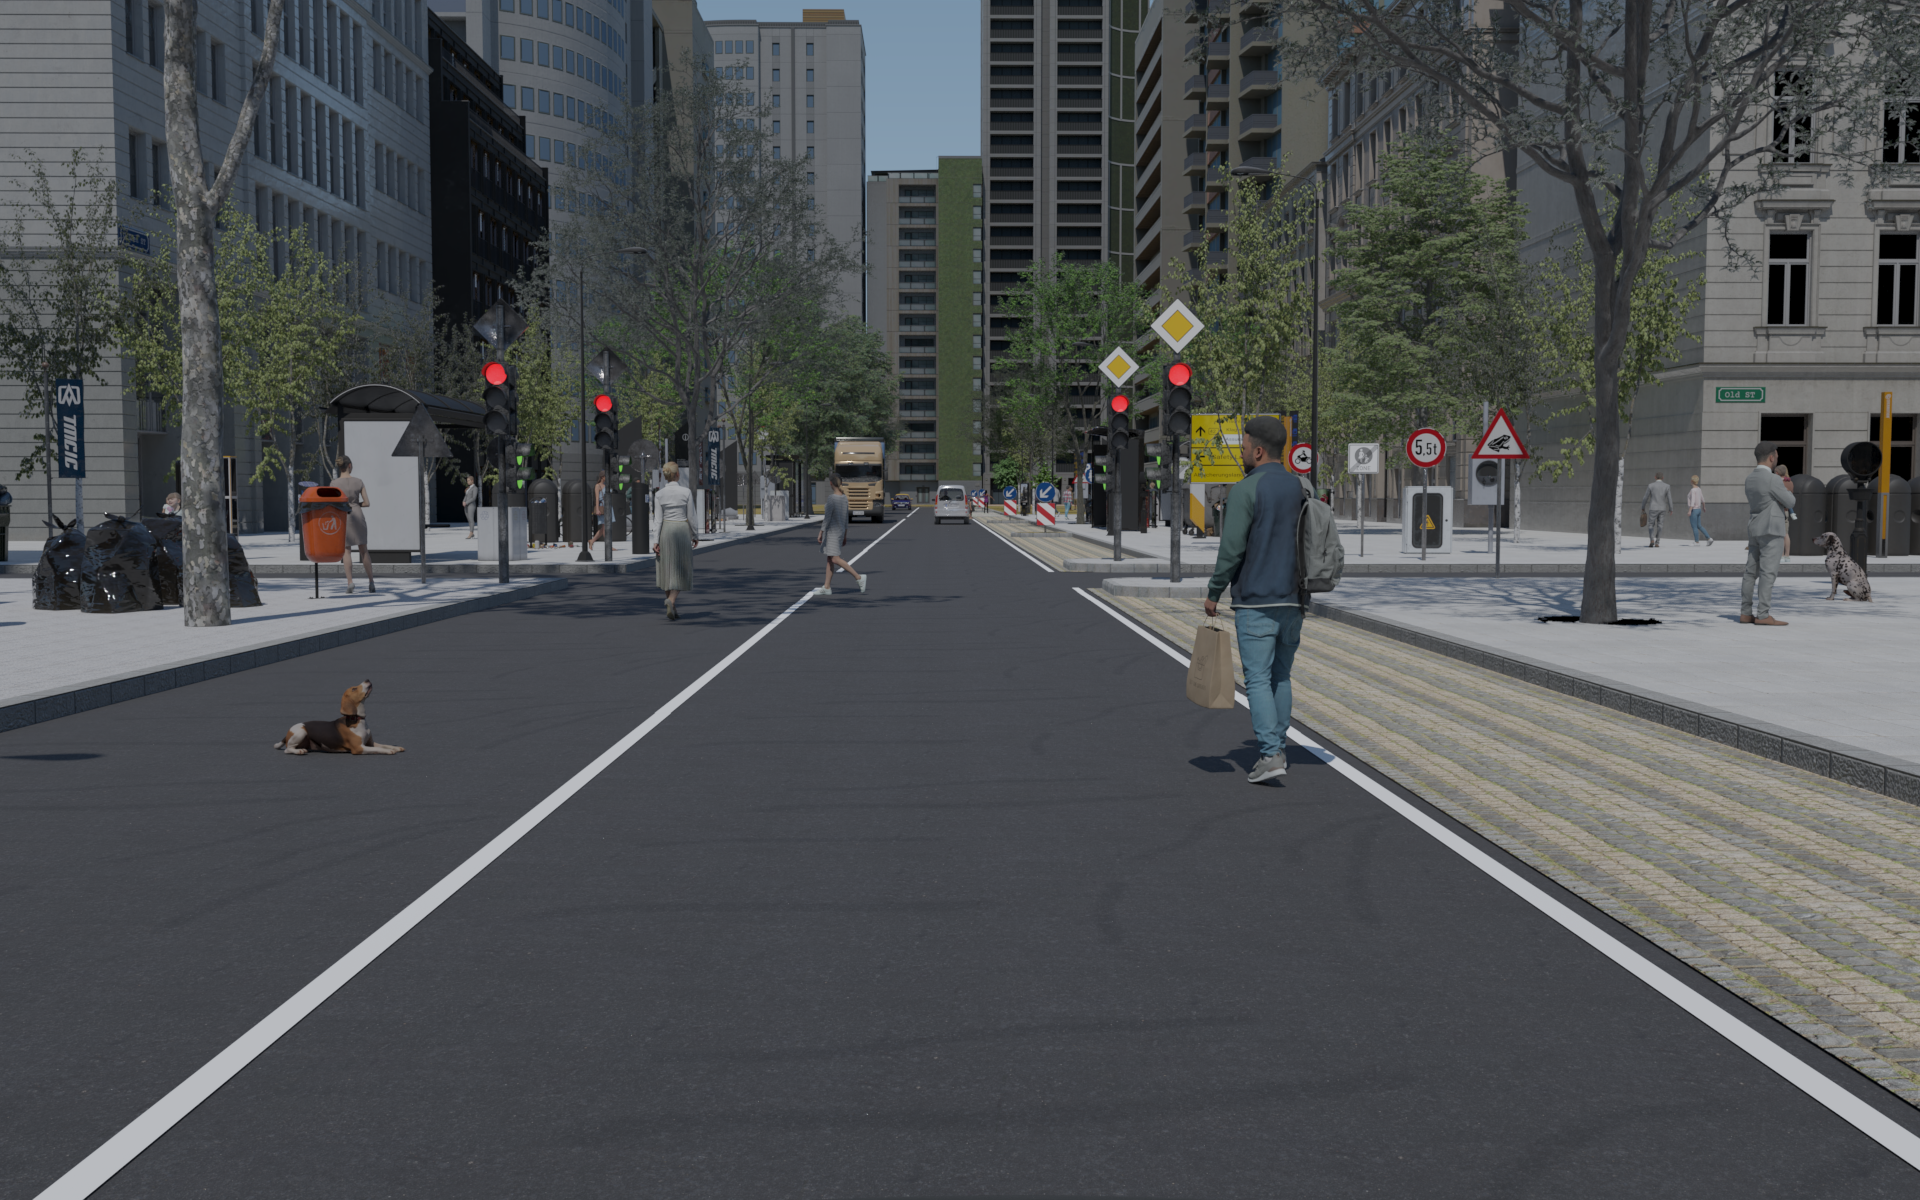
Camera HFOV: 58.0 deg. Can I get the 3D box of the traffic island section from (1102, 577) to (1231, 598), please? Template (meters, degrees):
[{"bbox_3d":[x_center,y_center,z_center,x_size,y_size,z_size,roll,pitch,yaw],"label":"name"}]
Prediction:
[{"bbox_3d":[3.143,-0.174,25.125,2.009,0.180,2.903,0,4,-1],"label":"traffic island section"}]

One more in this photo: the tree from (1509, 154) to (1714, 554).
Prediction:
[{"bbox_3d":[14.138,-5.314,37.243,4.737,8.622,4.395,0,3,0],"label":"tree"}]

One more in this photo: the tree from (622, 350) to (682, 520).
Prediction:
[{"bbox_3d":[-15.635,-8.296,85.997,4.737,8.622,4.395,0,3,0],"label":"tree"}]

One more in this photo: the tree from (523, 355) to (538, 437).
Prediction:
[{"bbox_3d":[-19.469,-7.376,70.956,4.360,8.622,3.978,0,3,0],"label":"tree"}]

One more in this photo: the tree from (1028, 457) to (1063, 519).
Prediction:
[{"bbox_3d":[4.382,-5.823,89.800,1.663,3.219,1.824,0,3,0],"label":"tree"}]

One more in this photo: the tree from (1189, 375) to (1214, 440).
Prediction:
[{"bbox_3d":[14.888,-9.231,101.292,4.360,8.622,3.978,0,3,0],"label":"tree"}]

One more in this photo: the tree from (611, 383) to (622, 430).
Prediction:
[{"bbox_3d":[-18.835,-7.941,80.193,4.737,8.622,4.395,0,3,0],"label":"tree"}]

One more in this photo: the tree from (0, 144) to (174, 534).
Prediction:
[{"bbox_3d":[-18.569,-5.227,35.828,4.360,8.622,3.978,0,3,0],"label":"tree"}]

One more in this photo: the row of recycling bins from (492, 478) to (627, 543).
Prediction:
[{"bbox_3d":[-10.605,-2.380,46.023,3.534,1.692,1.069,-2,4,-28],"label":"row of recycling bins"}]

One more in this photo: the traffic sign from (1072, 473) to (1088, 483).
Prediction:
[{"bbox_3d":[6.007,-5.261,86.018,0.884,2.594,0.081,0,4,6],"label":"traffic sign"}]

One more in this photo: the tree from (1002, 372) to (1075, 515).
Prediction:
[{"bbox_3d":[4.702,-9.447,104.822,4.360,8.622,3.978,0,3,0],"label":"tree"}]

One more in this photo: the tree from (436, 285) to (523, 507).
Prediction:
[{"bbox_3d":[-18.086,-6.653,59.136,4.360,8.622,3.978,0,3,0],"label":"tree"}]

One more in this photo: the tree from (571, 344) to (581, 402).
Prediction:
[{"bbox_3d":[-17.313,-10.247,93.301,9.928,11.665,9.643,0,3,0],"label":"tree"}]

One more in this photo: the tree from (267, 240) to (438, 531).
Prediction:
[{"bbox_3d":[-18.404,-6.159,51.069,4.360,8.622,3.978,0,3,0],"label":"tree"}]

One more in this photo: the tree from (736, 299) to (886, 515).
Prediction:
[{"bbox_3d":[-9.220,-12.140,105.139,9.857,13.997,8.962,0,3,0],"label":"tree"}]

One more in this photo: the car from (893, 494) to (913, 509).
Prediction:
[{"bbox_3d":[-5.417,-9.307,162.385,2.015,1.641,3.980,0,4,-1],"label":"car"}]

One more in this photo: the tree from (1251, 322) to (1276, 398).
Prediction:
[{"bbox_3d":[13.546,-10.251,93.365,9.928,11.665,9.643,0,3,0],"label":"tree"}]

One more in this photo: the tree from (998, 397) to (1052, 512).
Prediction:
[{"bbox_3d":[4.485,-10.768,126.423,4.737,8.622,4.395,0,3,0],"label":"tree"}]

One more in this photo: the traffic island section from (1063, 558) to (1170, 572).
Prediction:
[{"bbox_3d":[3.031,-0.662,33.109,2.009,0.180,2.903,0,4,-1],"label":"traffic island section"}]

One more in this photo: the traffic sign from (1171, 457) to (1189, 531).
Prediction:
[{"bbox_3d":[7.680,-3.659,59.923,0.768,2.556,0.104,0,4,5],"label":"traffic sign"}]

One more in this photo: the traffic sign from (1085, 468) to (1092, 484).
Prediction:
[{"bbox_3d":[6.485,-5.174,84.696,0.768,2.556,0.104,0,4,4],"label":"traffic sign"}]

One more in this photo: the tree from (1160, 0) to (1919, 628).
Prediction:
[{"bbox_3d":[6.405,-6.503,16.701,12.009,13.543,11.850,0,3,0],"label":"tree"}]

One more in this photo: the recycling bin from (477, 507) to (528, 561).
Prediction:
[{"bbox_3d":[-8.831,-1.277,33.431,0.722,1.027,0.722,1,4,11],"label":"recycling bin"}]

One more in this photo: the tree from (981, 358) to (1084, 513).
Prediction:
[{"bbox_3d":[4.900,-11.057,115.198,7.601,10.594,8.767,0,4,4],"label":"tree"}]

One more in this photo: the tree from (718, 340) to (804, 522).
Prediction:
[{"bbox_3d":[-9.055,-7.944,80.249,4.737,8.622,4.395,0,3,0],"label":"tree"}]

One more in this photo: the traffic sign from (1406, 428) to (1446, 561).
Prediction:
[{"bbox_3d":[8.957,-2.035,33.373,0.768,2.556,0.104,0,4,3],"label":"traffic sign"}]

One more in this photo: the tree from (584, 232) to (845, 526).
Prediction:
[{"bbox_3d":[-8.620,-8.789,69.448,9.928,11.665,9.643,0,3,0],"label":"tree"}]

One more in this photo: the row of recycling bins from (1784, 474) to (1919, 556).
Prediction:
[{"bbox_3d":[18.911,-1.775,36.142,3.534,1.692,1.069,0,4,-3],"label":"row of recycling bins"}]

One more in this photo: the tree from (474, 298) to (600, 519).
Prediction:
[{"bbox_3d":[-16.639,-7.064,65.858,4.737,8.622,4.395,0,3,0],"label":"tree"}]

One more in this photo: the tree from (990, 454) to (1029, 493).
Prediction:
[{"bbox_3d":[3.950,-9.556,139.946,4.285,4.588,4.351,0,3,0],"label":"tree"}]

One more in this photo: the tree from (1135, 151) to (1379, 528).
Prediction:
[{"bbox_3d":[6.151,-5.340,37.673,4.737,8.622,4.395,0,3,0],"label":"tree"}]

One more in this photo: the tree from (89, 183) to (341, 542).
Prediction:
[{"bbox_3d":[-17.580,-5.485,40.039,4.737,8.622,4.395,0,3,0],"label":"tree"}]

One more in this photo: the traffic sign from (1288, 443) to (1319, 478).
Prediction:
[{"bbox_3d":[8.526,-2.629,43.082,0.768,2.556,0.104,0,4,3],"label":"traffic sign"}]

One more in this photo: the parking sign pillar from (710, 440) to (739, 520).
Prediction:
[{"bbox_3d":[-11.819,-6.008,86.695,1.447,3.967,1.447,-1,4,-19],"label":"parking sign pillar"}]

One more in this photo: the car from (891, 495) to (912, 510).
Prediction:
[{"bbox_3d":[-5.253,-8.771,155.983,1.945,1.354,3.894,0,4,-1],"label":"car"}]

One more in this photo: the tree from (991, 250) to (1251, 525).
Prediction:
[{"bbox_3d":[5.151,-9.019,73.215,9.928,11.665,9.643,0,3,0],"label":"tree"}]

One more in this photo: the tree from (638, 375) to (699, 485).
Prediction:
[{"bbox_3d":[-17.393,-9.234,101.335,4.360,8.622,3.978,0,3,0],"label":"tree"}]

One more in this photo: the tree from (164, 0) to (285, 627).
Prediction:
[{"bbox_3d":[-7.688,-9.723,14.867,12.611,20.169,13.585,0,3,0],"label":"tree"}]

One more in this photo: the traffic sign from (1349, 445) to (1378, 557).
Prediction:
[{"bbox_3d":[8.188,-2.023,35.213,0.606,2.300,0.079,0,4,6],"label":"traffic sign"}]

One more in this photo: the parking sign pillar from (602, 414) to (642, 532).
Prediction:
[{"bbox_3d":[-11.429,-4.291,58.633,1.447,3.967,1.447,-1,4,-17],"label":"parking sign pillar"}]

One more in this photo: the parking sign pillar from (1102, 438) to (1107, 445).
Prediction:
[{"bbox_3d":[7.357,-5.731,82.168,1.447,3.967,1.447,0,4,7],"label":"parking sign pillar"}]

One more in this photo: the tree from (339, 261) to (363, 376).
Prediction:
[{"bbox_3d":[-18.177,-5.862,46.202,4.737,8.622,4.395,0,3,0],"label":"tree"}]

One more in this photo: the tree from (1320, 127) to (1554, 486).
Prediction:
[{"bbox_3d":[14.823,-8.324,54.224,7.486,12.596,7.792,0,3,0],"label":"tree"}]

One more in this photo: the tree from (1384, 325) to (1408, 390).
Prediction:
[{"bbox_3d":[14.753,-7.001,64.824,4.737,8.622,4.395,0,3,0],"label":"tree"}]

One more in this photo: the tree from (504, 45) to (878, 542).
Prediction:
[{"bbox_3d":[-7.209,-8.355,46.981,12.009,13.543,11.850,0,3,0],"label":"tree"}]

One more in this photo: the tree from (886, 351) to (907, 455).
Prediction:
[{"bbox_3d":[-8.350,-13.101,120.859,9.857,13.997,8.962,0,3,0],"label":"tree"}]

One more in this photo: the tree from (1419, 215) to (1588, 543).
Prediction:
[{"bbox_3d":[14.321,-5.778,44.825,4.360,8.622,3.978,0,3,0],"label":"tree"}]

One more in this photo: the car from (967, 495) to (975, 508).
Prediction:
[{"bbox_3d":[0.731,-10.203,179.397,1.945,1.354,3.894,0,4,1],"label":"car"}]

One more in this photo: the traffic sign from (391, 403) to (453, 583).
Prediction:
[{"bbox_3d":[-7.698,-1.516,24.790,0.884,2.594,0.081,0,4,1],"label":"traffic sign"}]

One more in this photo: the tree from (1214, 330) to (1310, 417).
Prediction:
[{"bbox_3d":[13.273,-7.635,75.199,4.360,8.622,3.978,0,3,0],"label":"tree"}]

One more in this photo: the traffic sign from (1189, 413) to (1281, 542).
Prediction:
[{"bbox_3d":[6.910,-3.041,43.596,2.265,3.308,0.079,0,4,3],"label":"traffic sign"}]
